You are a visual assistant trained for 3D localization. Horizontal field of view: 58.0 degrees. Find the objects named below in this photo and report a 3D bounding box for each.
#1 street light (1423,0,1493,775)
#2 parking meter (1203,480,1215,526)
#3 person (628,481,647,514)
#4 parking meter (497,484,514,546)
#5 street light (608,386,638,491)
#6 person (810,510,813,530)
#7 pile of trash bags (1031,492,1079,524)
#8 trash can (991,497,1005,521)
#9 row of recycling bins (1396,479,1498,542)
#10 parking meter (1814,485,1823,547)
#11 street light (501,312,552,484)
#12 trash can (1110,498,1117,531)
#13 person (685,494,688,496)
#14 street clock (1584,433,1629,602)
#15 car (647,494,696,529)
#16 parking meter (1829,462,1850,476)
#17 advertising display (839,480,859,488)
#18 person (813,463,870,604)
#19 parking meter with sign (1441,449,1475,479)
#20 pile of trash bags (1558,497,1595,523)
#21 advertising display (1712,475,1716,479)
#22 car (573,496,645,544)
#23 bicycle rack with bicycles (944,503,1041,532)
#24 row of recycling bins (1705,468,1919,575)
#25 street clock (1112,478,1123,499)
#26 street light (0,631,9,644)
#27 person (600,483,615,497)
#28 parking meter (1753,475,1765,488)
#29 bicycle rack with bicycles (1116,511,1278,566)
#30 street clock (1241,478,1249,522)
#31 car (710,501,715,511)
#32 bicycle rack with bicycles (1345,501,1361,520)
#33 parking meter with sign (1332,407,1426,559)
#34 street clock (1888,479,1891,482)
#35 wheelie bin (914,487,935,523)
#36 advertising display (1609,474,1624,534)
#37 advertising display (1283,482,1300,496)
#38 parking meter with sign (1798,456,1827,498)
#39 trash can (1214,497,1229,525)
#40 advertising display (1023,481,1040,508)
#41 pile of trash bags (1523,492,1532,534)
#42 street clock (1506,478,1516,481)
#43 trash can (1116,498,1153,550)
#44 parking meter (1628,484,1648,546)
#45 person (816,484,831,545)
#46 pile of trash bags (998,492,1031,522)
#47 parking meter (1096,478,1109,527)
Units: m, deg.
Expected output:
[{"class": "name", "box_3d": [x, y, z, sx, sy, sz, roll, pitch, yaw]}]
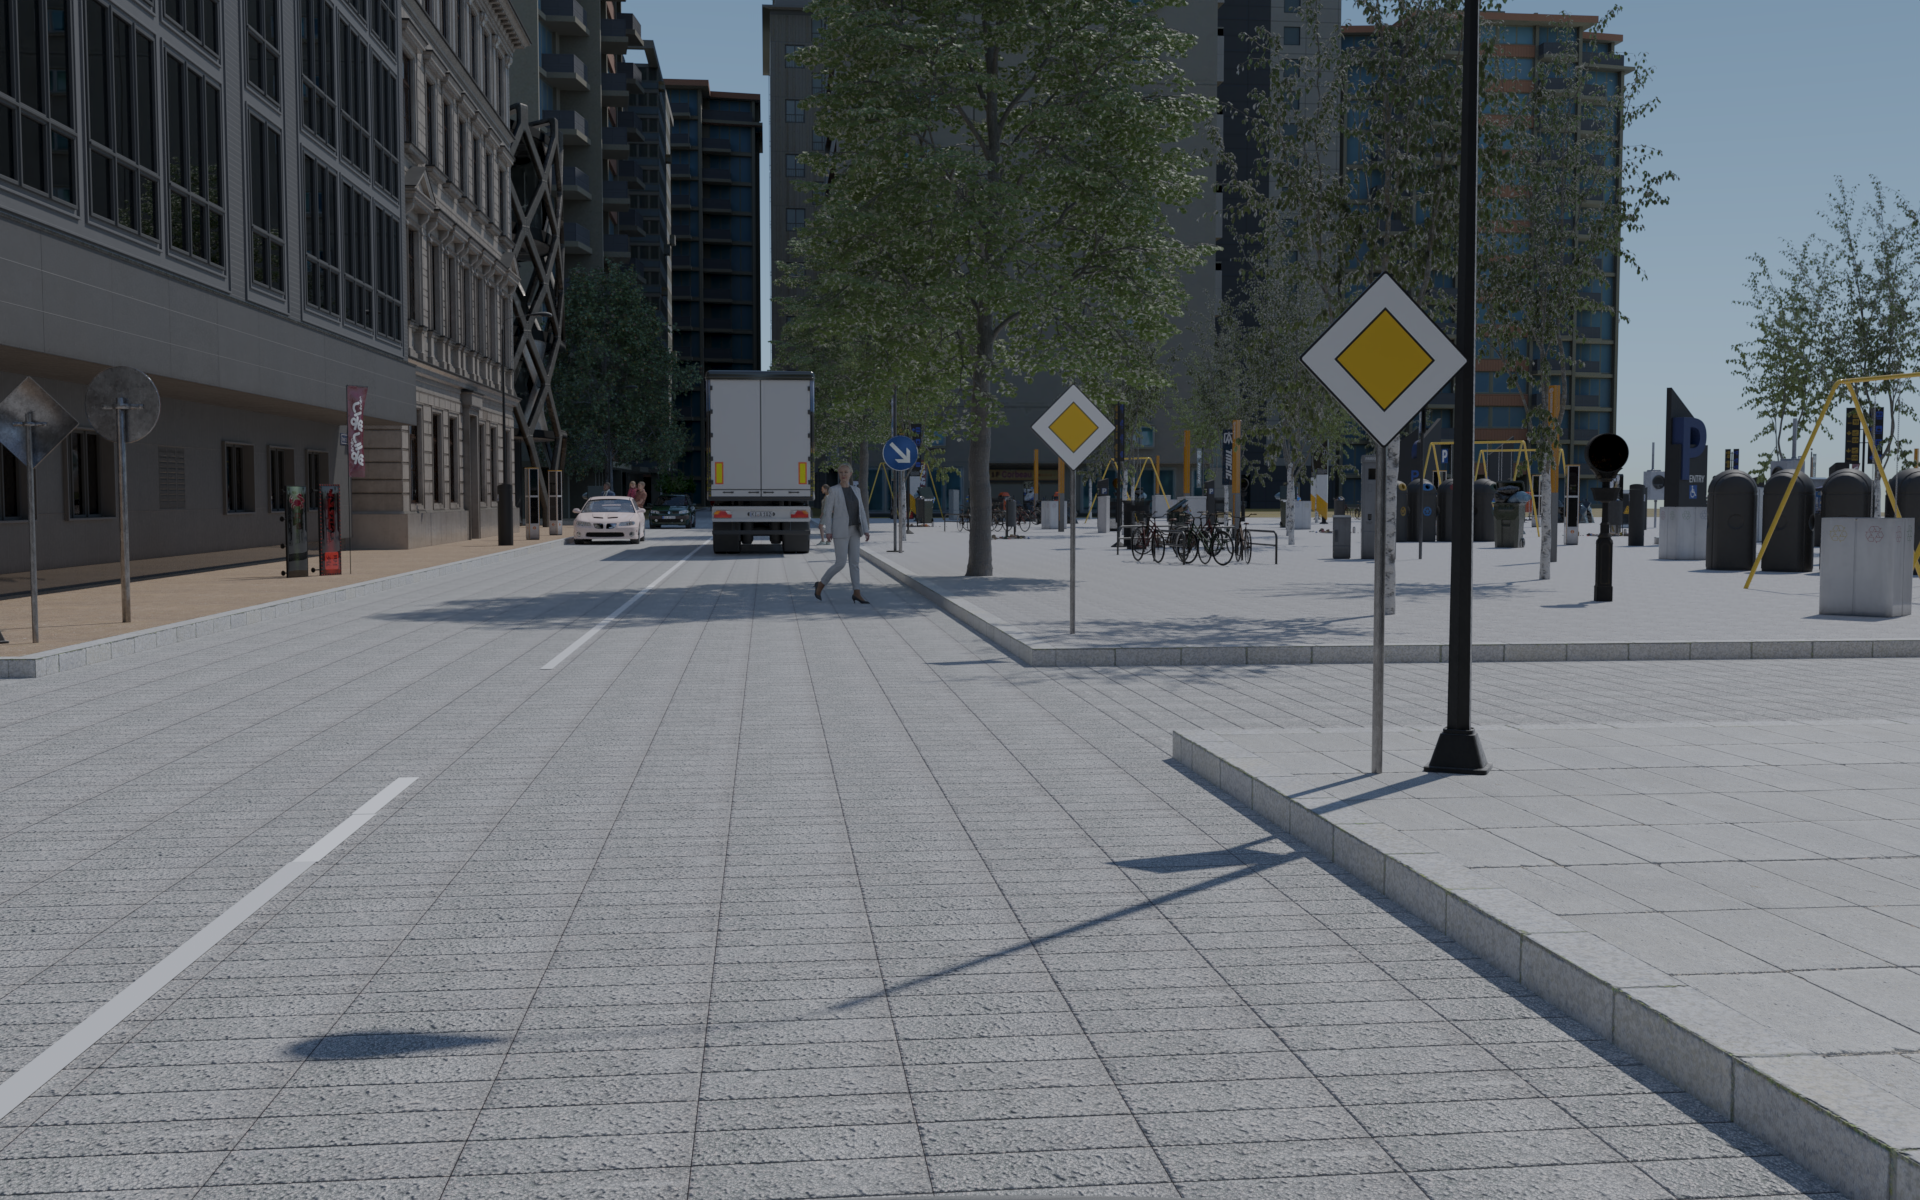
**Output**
[{"class": "street light", "box_3d": [1.783, -2.159, 7.838, 1.470, 5.913, 1.316, 0, 4, -6]}, {"class": "parking meter", "box_3d": [10.073, -3.935, 70.050, 0.399, 1.863, 0.255, -2, 4, -26]}, {"class": "person", "box_3d": [-10.056, -2.777, 53.885, 0.580, 1.828, 0.573, -1, 4, -19]}, {"class": "parking meter", "box_3d": [-11.314, -2.122, 43.099, 0.372, 1.533, 0.369, 0, 3, 0]}, {"class": "street light", "box_3d": [-14.485, -6.219, 74.221, 1.470, 5.913, 1.316, 0, 4, -6]}, {"class": "person", "box_3d": [-6.239, -3.698, 69.151, 0.728, 1.800, 0.709, 1, 4, 14]}, {"class": "pile of trash bags", "box_3d": [4.255, -4.048, 75.943, 1.912, 1.369, 3.447, 0, 4, 4]}, {"class": "trash can", "box_3d": [1.672, -4.083, 78.414, 0.748, 1.137, 0.748, 0, 3, 0]}, {"class": "row of recycling bins", "box_3d": [12.814, -2.418, 46.649, 3.534, 1.692, 1.069, -1, 4, -11]}, {"class": "parking meter", "box_3d": [20.937, -2.056, 42.031, 0.372, 1.533, 0.369, 0, 3, 0]}, {"class": "street light", "box_3d": [-11.105, -4.388, 44.284, 1.470, 5.913, 1.316, 0, 4, -6]}, {"class": "trash can", "box_3d": [5.327, -2.938, 59.693, 0.748, 1.137, 0.748, 0, 3, 0]}, {"class": "person", "box_3d": [-16.764, -5.751, 105.748, 0.599, 1.433, 0.991, 0, 4, -6]}, {"class": "street clock", "box_3d": [7.704, -0.986, 20.687, 0.471, 2.002, 0.358, 1, 4, 10]}, {"class": "car", "box_3d": [-12.045, -3.844, 72.633, 2.009, 1.686, 4.222, 0, 4, -5]}, {"class": "parking meter", "box_3d": [16.201, -1.606, 31.965, 0.255, 1.863, 0.399, 0, 4, 8]}, {"class": "advertising display", "box_3d": [-5.128, -4.603, 80.467, 0.974, 1.923, 0.123, 1, 4, 13]}, {"class": "person", "box_3d": [-1.549, -0.878, 22.734, 0.818, 1.842, 0.514, 2, 4, 31]}, {"class": "parking meter with sign", "box_3d": [19.582, -4.337, 67.171, 1.738, 3.016, 0.543, -1, 4, -11]}, {"class": "pile of trash bags", "box_3d": [26.558, -4.124, 77.185, 1.912, 1.369, 3.447, -3, 5, -39]}, {"class": "advertising display", "box_3d": [26.405, -3.329, 59.639, 0.974, 1.923, 0.123, 0, 4, 5]}, {"class": "car", "box_3d": [-10.289, -2.363, 51.000, 2.083, 1.381, 4.827, 0, 4, -7]}, {"class": "bicycle rack with bicycles", "box_3d": [0.716, -2.802, 59.192, 2.852, 0.926, 2.925, -2, 4, -28]}, {"class": "row of recycling bins", "box_3d": [14.140, -1.306, 28.471, 3.534, 1.692, 1.069, 3, 4, 36]}, {"class": "street clock", "box_3d": [7.053, -4.465, 77.568, 0.471, 2.002, 0.358, 0, 4, 8]}, {"class": "street light", "box_3d": [-7.809, -2.578, 14.694, 1.470, 5.913, 1.316, 0, 4, -6]}, {"class": "person", "box_3d": [-11.400, -2.877, 55.729, 0.721, 1.800, 0.419, 1, 4, 18]}, {"class": "parking meter", "box_3d": [24.494, -2.909, 53.268, 0.399, 1.863, 0.255, 0, 4, 7]}, {"class": "bicycle rack with bicycles", "box_3d": [4.638, -1.145, 32.097, 2.852, 0.926, 2.925, -1, 4, -10]}, {"class": "street clock", "box_3d": [13.106, -4.623, 80.157, 0.471, 2.002, 0.358, 1, 4, 18]}, {"class": "car", "box_3d": [-20.255, -8.494, 147.557, 2.281, 1.827, 5.304, 0, 4, -8]}, {"class": "bicycle rack with bicycles", "box_3d": [20.448, -4.507, 87.067, 2.852, 0.926, 2.925, -1, 4, -11]}, {"class": "parking meter with sign", "box_3d": [8.242, -2.316, 34.130, 1.738, 3.016, 0.543, 1, 4, 11]}, {"class": "street clock", "box_3d": [43.567, -4.672, 80.963, 0.471, 2.002, 0.358, -3, 5, -43]}, {"class": "wheelie bin", "box_3d": [-1.599, -4.157, 75.871, 0.980, 1.594, 0.693, -2, 4, -32]}, {"class": "advertising display", "box_3d": [21.031, -3.078, 55.532, 0.123, 1.923, 0.974, 0, 4, 2]}, {"class": "advertising display", "box_3d": [17.557, -5.299, 91.849, 0.123, 1.923, 0.974, -3, 5, -45]}, {"class": "parking meter with sign", "box_3d": [39.224, -5.065, 79.081, 1.738, 3.016, 0.543, 0, 4, 7]}, {"class": "trash can", "box_3d": [10.989, -3.747, 72.925, 0.748, 1.137, 0.748, 0, 3, 0]}, {"class": "advertising display", "box_3d": [3.530, -4.925, 85.734, 0.974, 1.923, 0.123, 3, 5, 42]}, {"class": "pile of trash bags", "box_3d": [16.768, -2.837, 56.129, 1.912, 1.369, 3.447, -1, 4, -14]}, {"class": "street clock", "box_3d": [25.222, -4.571, 79.301, 0.471, 2.002, 0.358, -2, 4, -32]}, {"class": "trash can", "box_3d": [4.102, -1.748, 40.235, 0.748, 1.137, 0.748, 0, 3, 0]}, {"class": "parking meter", "box_3d": [16.726, -2.104, 42.810, 0.372, 1.533, 0.369, 0, 3, 0]}, {"class": "person", "box_3d": [-3.755, -2.392, 48.608, 0.522, 1.701, 0.512, 0, 4, 2]}, {"class": "pile of trash bags", "box_3d": [2.905, -4.417, 81.969, 1.912, 1.369, 3.447, -3, 4, -36]}, {"class": "parking meter", "box_3d": [5.319, -3.604, 64.639, 0.399, 1.863, 0.255, -1, 4, -18]}]
